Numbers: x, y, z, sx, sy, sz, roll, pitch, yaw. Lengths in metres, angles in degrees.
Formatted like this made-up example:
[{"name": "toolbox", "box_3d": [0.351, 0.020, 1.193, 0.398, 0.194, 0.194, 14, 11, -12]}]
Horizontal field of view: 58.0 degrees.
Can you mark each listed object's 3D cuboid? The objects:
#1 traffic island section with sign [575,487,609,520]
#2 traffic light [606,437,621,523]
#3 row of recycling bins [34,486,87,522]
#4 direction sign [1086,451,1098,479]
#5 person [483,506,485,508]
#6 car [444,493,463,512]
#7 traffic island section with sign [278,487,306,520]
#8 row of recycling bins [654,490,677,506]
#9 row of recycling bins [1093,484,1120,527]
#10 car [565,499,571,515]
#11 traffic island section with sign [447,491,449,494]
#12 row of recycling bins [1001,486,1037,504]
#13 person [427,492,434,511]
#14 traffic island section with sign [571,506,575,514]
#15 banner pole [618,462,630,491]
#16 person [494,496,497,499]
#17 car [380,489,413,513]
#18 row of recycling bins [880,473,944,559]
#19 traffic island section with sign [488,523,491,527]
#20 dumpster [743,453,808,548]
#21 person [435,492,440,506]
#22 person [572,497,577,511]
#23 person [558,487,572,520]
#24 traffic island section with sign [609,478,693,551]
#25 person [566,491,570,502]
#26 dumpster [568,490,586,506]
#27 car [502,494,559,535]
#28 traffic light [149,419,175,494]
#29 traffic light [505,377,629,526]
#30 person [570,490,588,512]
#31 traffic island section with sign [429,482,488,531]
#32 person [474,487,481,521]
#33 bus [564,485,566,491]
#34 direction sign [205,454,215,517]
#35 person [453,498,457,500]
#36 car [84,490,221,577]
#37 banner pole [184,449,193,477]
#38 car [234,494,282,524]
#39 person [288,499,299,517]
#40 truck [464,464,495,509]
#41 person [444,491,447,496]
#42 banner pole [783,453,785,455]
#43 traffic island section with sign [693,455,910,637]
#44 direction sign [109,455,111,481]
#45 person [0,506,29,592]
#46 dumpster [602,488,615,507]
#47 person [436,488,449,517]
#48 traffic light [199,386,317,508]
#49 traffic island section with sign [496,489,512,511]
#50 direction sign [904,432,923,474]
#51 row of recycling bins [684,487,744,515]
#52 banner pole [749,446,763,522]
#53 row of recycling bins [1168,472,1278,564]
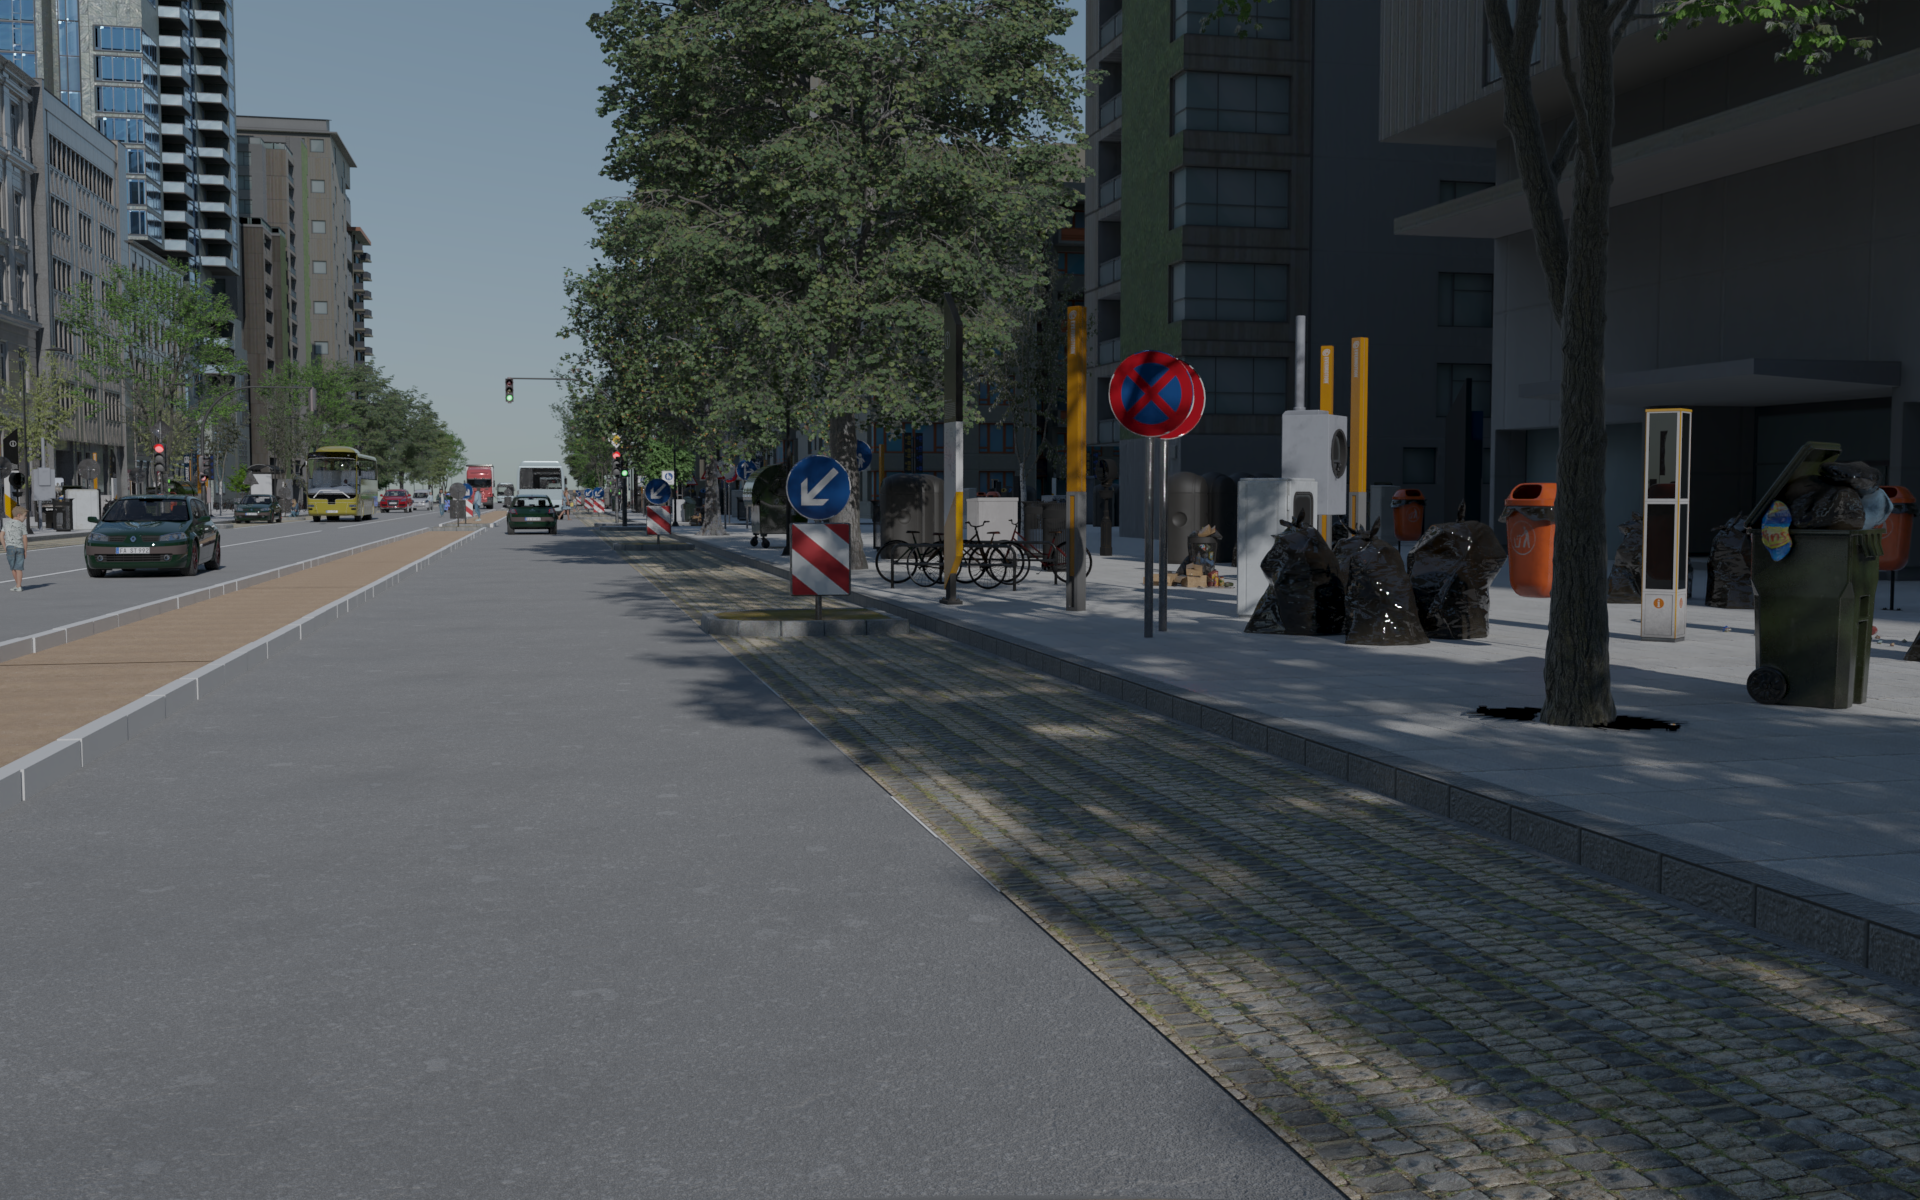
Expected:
[{"name": "traffic island section with sign", "box_3d": [-20.528, -5.454, 97.804, 1.989, 1.847, 2.006, -1, 4, -13]}, {"name": "traffic light", "box_3d": [-15.146, -5.342, 76.269, 0.839, 4.253, 0.868, -1, 4, -13]}, {"name": "row of recycling bins", "box_3d": [-41.709, -4.479, 80.340, 1.069, 1.692, 3.534, 0, 4, 4]}, {"name": "direction sign", "box_3d": [6.919, -6.076, 91.341, 0.876, 3.537, 0.379, -2, 4, -32]}, {"name": "person", "box_3d": [-49.069, -10.431, 178.984, 1.348, 1.831, 0.705, -2, 4, -24]}, {"name": "car", "box_3d": [-40.273, -7.841, 137.784, 1.945, 1.707, 3.694, -1, 4, -15]}, {"name": "traffic island section with sign", "box_3d": [-36.920, -5.265, 94.715, 1.989, 1.847, 2.006, -1, 4, -13]}, {"name": "row of recycling bins", "box_3d": [-24.274, -8.518, 146.382, 3.534, 1.692, 1.069, -1, 4, -17]}, {"name": "row of recycling bins", "box_3d": [6.414, -3.785, 68.996, 1.069, 1.692, 3.534, 3, 4, 38]}, {"name": "car", "box_3d": [-28.341, -6.712, 121.543, 2.131, 1.459, 4.920, -1, 4, -15]}, {"name": "traffic island section with sign", "box_3d": [-73.393, -14.694, 248.873, 1.989, 1.847, 2.006, -1, 4, -13]}, {"name": "row of recycling bins", "box_3d": [2.925, -4.857, 86.532, 1.069, 1.692, 3.534, -1, 4, -19]}, {"name": "person", "box_3d": [-44.289, -8.234, 144.944, 0.330, 1.601, 0.589, 3, 5, 43]}, {"name": "traffic island section with sign", "box_3d": [-26.718, -7.059, 124.041, 1.989, 1.847, 2.006, -1, 4, -13]}, {"name": "banner pole", "box_3d": [-22.789, -7.759, 116.881, 0.863, 3.779, 0.401, -1, 4, -14]}, {"name": "person", "box_3d": [-47.520, -10.197, 175.160, 1.348, 1.831, 0.705, -2, 4, -24]}, {"name": "car", "box_3d": [-43.254, -7.602, 132.961, 2.281, 1.827, 5.304, -1, 4, -12]}, {"name": "row of recycling bins", "box_3d": [-0.891, -1.750, 35.724, 1.069, 1.692, 3.534, 1, 4, 10]}, {"name": "traffic island section with sign", "box_3d": [-21.267, -4.065, 74.593, 2.006, 1.907, 1.989, -1, 4, -13]}, {"name": "dumpster", "box_3d": [-4.359, -2.391, 41.589, 1.502, 2.255, 1.985, -1, 4, -13]}, {"name": "person", "box_3d": [-62.091, -12.060, 206.475, 0.721, 1.735, 1.217, 3, 4, 37]}, {"name": "person", "box_3d": [-28.993, -7.161, 130.265, 0.352, 1.250, 0.332, -1, 4, -11]}, {"name": "person", "box_3d": [-21.513, -5.251, 94.444, 0.778, 1.811, 0.616, -2, 4, -35]}, {"name": "traffic island section with sign", "box_3d": [-7.903, -2.194, 44.502, 1.989, 1.847, 2.006, -1, 4, -13]}, {"name": "person", "box_3d": [-33.516, -8.473, 147.789, 0.466, 1.731, 0.760, -1, 4, -22]}, {"name": "dumpster", "box_3d": [-38.863, -10.254, 175.864, 1.865, 1.857, 1.264, -1, 4, -11]}, {"name": "car", "box_3d": [-15.442, -3.218, 62.403, 2.009, 1.686, 4.222, -1, 4, -15]}, {"name": "traffic light", "box_3d": [-29.762, -4.629, 64.603, 0.839, 4.253, 0.868, -1, 4, -13]}, {"name": "traffic light", "box_3d": [-15.323, -5.701, 67.879, 4.771, 5.953, 1.251, -1, 4, -13]}, {"name": "person", "box_3d": [-30.994, -8.098, 141.121, 1.509, 1.804, 0.699, -1, 4, -18]}, {"name": "traffic island section with sign", "box_3d": [-19.570, -3.624, 67.382, 2.006, 1.907, 1.989, -1, 4, -13]}, {"name": "person", "box_3d": [-25.703, -5.115, 92.395, 0.793, 1.790, 0.793, -2, 4, -28]}, {"name": "bus", "box_3d": [-38.509, -10.286, 163.029, 2.948, 3.499, 13.247, -1, 4, -14]}, {"name": "direction sign", "box_3d": [-42.412, -6.481, 97.966, 0.876, 3.537, 0.379, 3, 5, 40]}, {"name": "person", "box_3d": [-29.464, -5.658, 101.356, 0.624, 1.780, 0.694, 0, 4, 0]}, {"name": "car", "box_3d": [-14.486, -1.309, 31.185, 2.009, 1.686, 4.222, -1, 4, -15]}, {"name": "banner pole", "box_3d": [-42.900, -6.508, 96.422, 0.863, 3.779, 0.401, 2, 4, 26]}, {"name": "car", "box_3d": [-34.286, -4.577, 84.617, 2.009, 1.686, 4.222, -1, 4, -13]}, {"name": "person", "box_3d": [-38.565, -5.275, 100.240, 1.012, 1.151, 0.738, 3, 5, 43]}, {"name": "truck", "box_3d": [-46.111, -10.861, 166.488, 2.839, 4.237, 11.283, -1, 4, -14]}, {"name": "person", "box_3d": [-45.403, -8.768, 152.572, 0.721, 1.743, 1.217, 3, 4, 38]}, {"name": "banner pole", "box_3d": [-10.409, -6.994, 104.372, 0.863, 3.779, 0.401, 2, 4, 34]}, {"name": "traffic island section with sign", "box_3d": [-1.704, -0.590, 18.267, 1.989, 1.847, 2.006, -1, 4, -13]}, {"name": "direction sign", "box_3d": [-49.191, -6.643, 100.609, 0.379, 3.537, 0.876, 0, 4, -6]}, {"name": "person", "box_3d": [-13.905, -0.752, 25.485, 0.332, 1.250, 0.352, 1, 4, 20]}, {"name": "dumpster", "box_3d": [-29.502, -8.580, 146.044, 1.264, 1.857, 1.865, -1, 4, -13]}, {"name": "person", "box_3d": [-31.825, -5.962, 106.333, 0.721, 1.781, 0.623, 3, 4, 37]}, {"name": "traffic light", "box_3d": [-29.585, -6.007, 72.887, 4.771, 5.953, 1.251, -1, 4, -13]}, {"name": "traffic island section with sign", "box_3d": [-38.578, -8.537, 147.718, 2.006, 1.907, 1.989, -1, 4, -13]}, {"name": "direction sign", "box_3d": [-1.720, -4.397, 63.882, 0.876, 3.537, 0.379, -3, 5, -40]}, {"name": "row of recycling bins", "box_3d": [-15.358, -6.105, 106.935, 3.534, 1.692, 1.069, 0, 4, 7]}, {"name": "banner pole", "box_3d": [-9.348, -5.430, 78.794, 0.863, 3.779, 0.401, -1, 4, -8]}, {"name": "row of recycling bins", "box_3d": [5.063, -1.578, 32.913, 1.069, 1.692, 3.534, 3, 5, 41]}]
